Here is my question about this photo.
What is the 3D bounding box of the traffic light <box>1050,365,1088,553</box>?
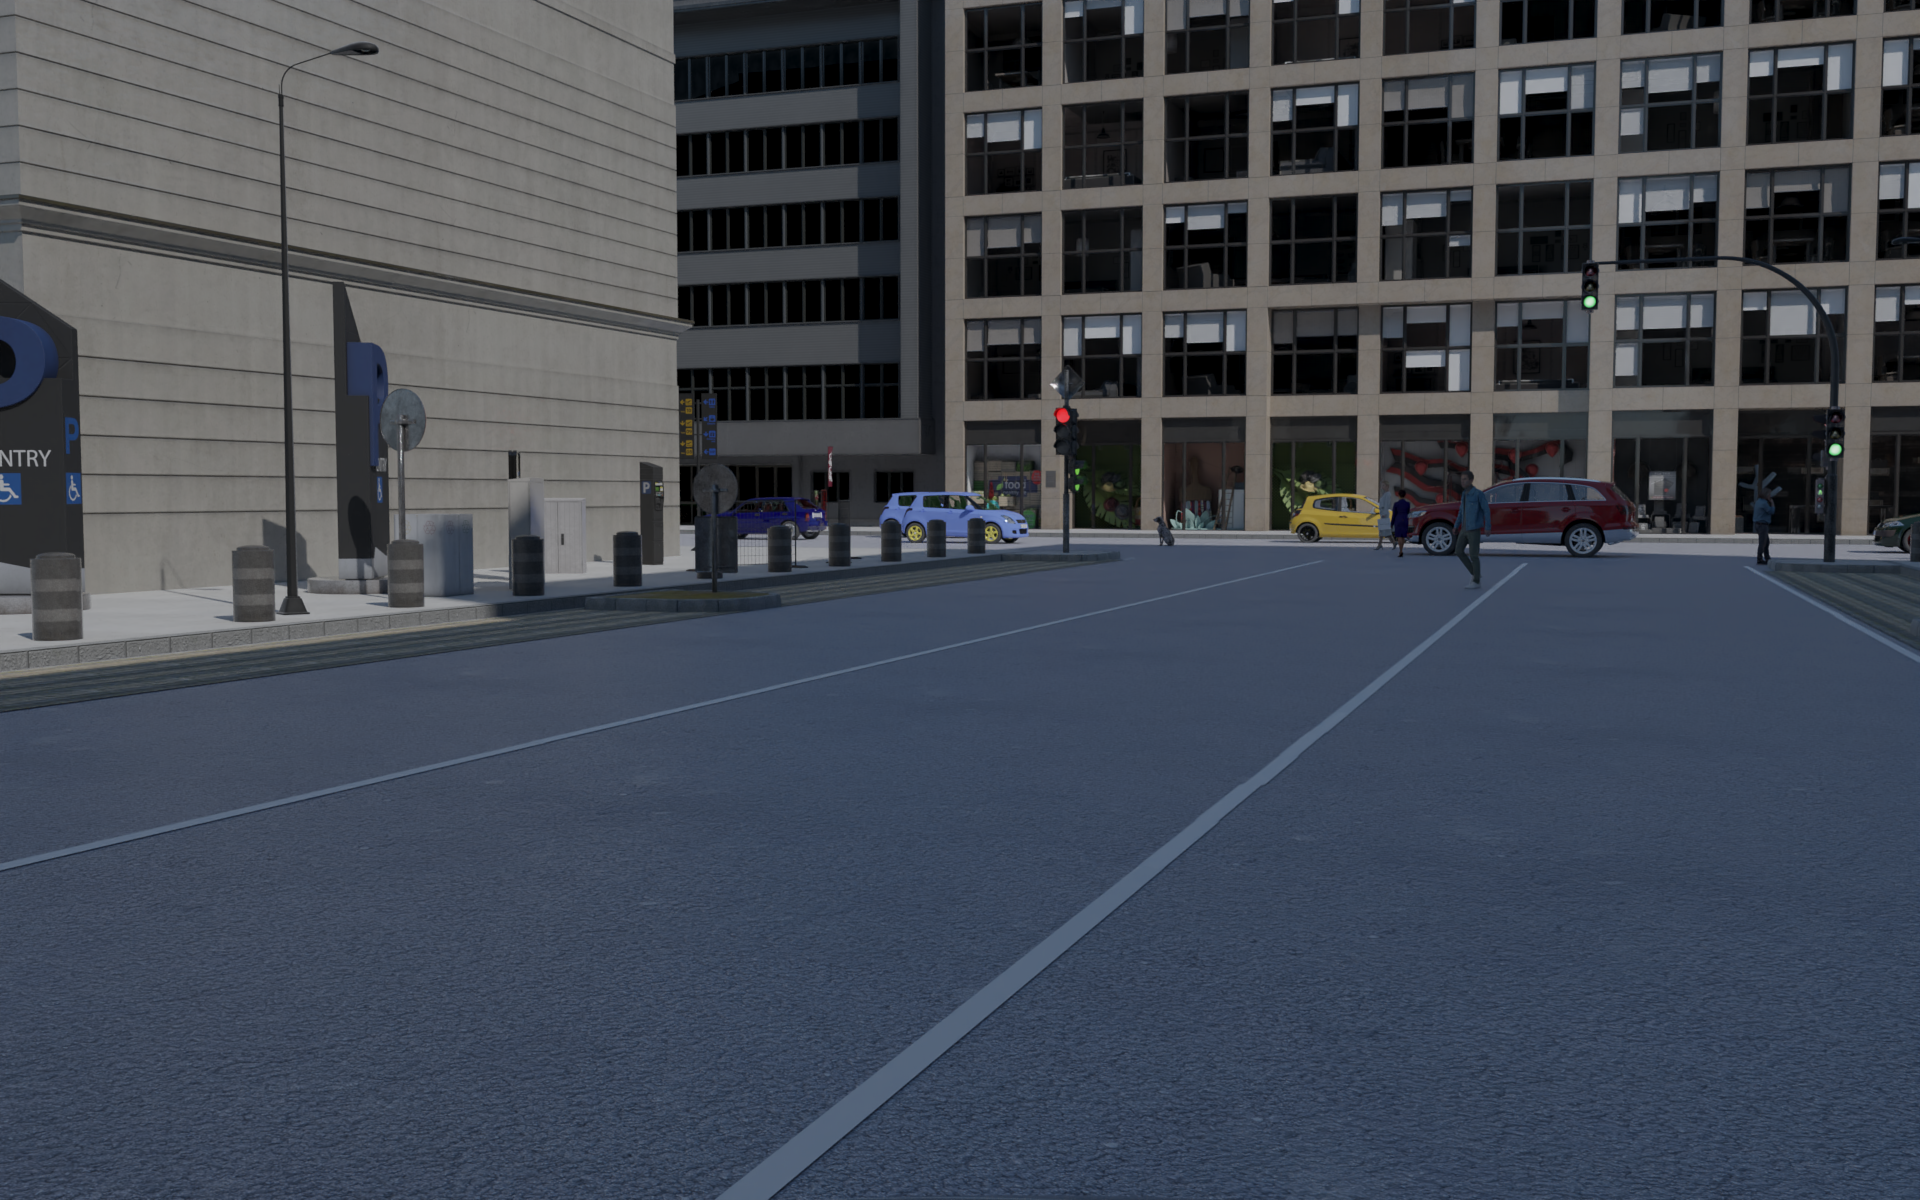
[{"bbox_3d":[2.335,-2.987,37.751,0.839,4.253,0.868,1,4,21],"label":"traffic light"}]

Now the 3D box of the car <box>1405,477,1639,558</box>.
[{"bbox_3d":[12.980,-1.937,40.341,5.304,1.827,2.281,1,4,22],"label":"car"}]

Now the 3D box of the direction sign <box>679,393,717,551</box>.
[{"bbox_3d":[-5.898,-2.878,39.055,0.876,3.537,0.379,0,4,8],"label":"direction sign"}]

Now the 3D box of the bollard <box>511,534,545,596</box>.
[{"bbox_3d":[-5.463,-0.440,21.908,0.404,0.777,0.398,0,3,0],"label":"bollard"}]

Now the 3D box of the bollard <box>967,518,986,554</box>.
[{"bbox_3d":[0.356,-1.387,37.396,0.404,0.777,0.398,0,3,0],"label":"bollard"}]

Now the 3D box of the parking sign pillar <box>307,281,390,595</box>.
[{"bbox_3d":[-7.831,-2.094,22.707,1.447,3.967,1.447,0,4,-8],"label":"parking sign pillar"}]

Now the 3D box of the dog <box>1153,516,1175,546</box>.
[{"bbox_3d":[5.675,-1.887,47.689,0.513,0.831,0.800,-1,4,-10],"label":"dog"}]

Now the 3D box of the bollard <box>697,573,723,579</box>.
[{"bbox_3d":[-3.805,-0.710,26.327,0.404,0.777,0.398,0,3,0],"label":"bollard"}]

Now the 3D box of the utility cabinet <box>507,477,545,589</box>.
[{"bbox_3d":[-5.886,-0.906,23.491,0.318,1.500,1.173,0,4,-5],"label":"utility cabinet"}]

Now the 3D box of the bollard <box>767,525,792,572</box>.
[{"bbox_3d":[-2.970,-0.845,28.535,0.404,0.777,0.398,0,3,0],"label":"bollard"}]

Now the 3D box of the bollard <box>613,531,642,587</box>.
[{"bbox_3d":[-4.630,-0.575,24.116,0.404,0.777,0.398,0,3,0],"label":"bollard"}]

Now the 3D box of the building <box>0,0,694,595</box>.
[{"bbox_3d":[-28.649,-15.828,35.201,44.131,29.872,17.030,1,4,21],"label":"building"}]

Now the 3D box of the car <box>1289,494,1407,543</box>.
[{"bbox_3d":[11.754,-2.497,51.047,3.980,1.641,2.015,1,4,19],"label":"car"}]

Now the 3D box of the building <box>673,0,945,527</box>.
[{"bbox_3d":[-12.320,-15.698,75.723,30.058,24.678,14.314,1,4,21],"label":"building"}]

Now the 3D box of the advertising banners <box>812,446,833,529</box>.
[{"bbox_3d":[-4.941,-4.058,62.544,0.090,3.025,2.074,1,4,16],"label":"advertising banners"}]

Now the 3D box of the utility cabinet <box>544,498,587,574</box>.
[{"bbox_3d":[-6.589,-1.031,28.023,1.020,1.237,0.306,0,4,1],"label":"utility cabinet"}]

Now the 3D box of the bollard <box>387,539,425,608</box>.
[{"bbox_3d":[-6.299,-0.304,19.684,0.404,0.777,0.398,0,3,0],"label":"bollard"}]

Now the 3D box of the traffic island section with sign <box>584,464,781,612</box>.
[{"bbox_3d":[-3.356,-0.809,21.850,1.989,1.847,2.006,1,4,21],"label":"traffic island section with sign"}]

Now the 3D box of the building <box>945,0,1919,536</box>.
[{"bbox_3d":[18.749,-15.993,65.999,34.151,26.468,19.350,1,4,21],"label":"building"}]

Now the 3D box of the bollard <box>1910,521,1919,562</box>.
[{"bbox_3d":[18.219,-1.105,32.784,0.404,0.777,0.398,0,3,0],"label":"bollard"}]

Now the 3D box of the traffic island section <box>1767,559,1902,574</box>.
[{"bbox_3d":[16.383,-0.632,32.622,2.009,0.180,2.903,1,4,21],"label":"traffic island section"}]

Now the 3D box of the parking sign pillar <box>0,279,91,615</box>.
[{"bbox_3d":[-10.378,-1.865,18.958,1.447,3.967,1.447,0,4,-2],"label":"parking sign pillar"}]

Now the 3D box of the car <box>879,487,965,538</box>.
[{"bbox_3d":[-0.775,-2.903,57.060,3.694,1.707,1.945,1,4,19],"label":"car"}]

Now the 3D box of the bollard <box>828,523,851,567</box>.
[{"bbox_3d":[-2.139,-0.981,30.761,0.404,0.777,0.398,0,3,0],"label":"bollard"}]

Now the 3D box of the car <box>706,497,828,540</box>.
[{"bbox_3d":[-6.231,-2.582,54.797,3.894,1.354,1.945,1,4,20],"label":"car"}]

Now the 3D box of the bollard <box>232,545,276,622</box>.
[{"bbox_3d":[-7.126,-0.169,17.474,0.404,0.777,0.398,0,3,0],"label":"bollard"}]

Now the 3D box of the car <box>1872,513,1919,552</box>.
[{"bbox_3d":[24.333,-1.948,41.644,4.222,1.686,2.009,1,4,22],"label":"car"}]

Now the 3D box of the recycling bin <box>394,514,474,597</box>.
[{"bbox_3d":[-6.659,-0.574,21.941,0.722,1.027,0.722,1,4,17],"label":"recycling bin"}]

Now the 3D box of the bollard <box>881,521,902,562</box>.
[{"bbox_3d":[-1.308,-1.116,32.970,0.404,0.777,0.398,0,3,0],"label":"bollard"}]

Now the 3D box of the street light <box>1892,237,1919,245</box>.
[{"bbox_3d":[17.537,-3.595,31.314,1.470,5.913,1.316,1,4,21],"label":"street light"}]

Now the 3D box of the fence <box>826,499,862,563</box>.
[{"bbox_3d":[-2.216,-1.343,33.163,0.480,1.192,2.264,0,4,2],"label":"fence"}]

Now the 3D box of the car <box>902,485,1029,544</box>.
[{"bbox_3d":[0.176,-2.520,50.798,3.694,1.707,1.945,1,4,22],"label":"car"}]

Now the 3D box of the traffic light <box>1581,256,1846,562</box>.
[{"bbox_3d":[14.359,-3.575,33.119,4.771,5.953,1.251,1,4,21],"label":"traffic light"}]

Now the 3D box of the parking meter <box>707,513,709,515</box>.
[{"bbox_3d":[-17.360,-6.747,118.723,0.372,1.533,0.369,0,3,0],"label":"parking meter"}]

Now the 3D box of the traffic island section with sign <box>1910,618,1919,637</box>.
[{"bbox_3d":[10.508,-0.508,16.928,1.989,1.847,2.006,1,4,21],"label":"traffic island section with sign"}]

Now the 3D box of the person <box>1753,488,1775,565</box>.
[{"bbox_3d":[16.182,-1.476,34.850,0.429,1.552,0.499,3,5,39],"label":"person"}]

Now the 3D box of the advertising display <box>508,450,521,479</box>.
[{"bbox_3d":[-6.637,-1.262,25.848,0.123,1.923,0.974,-1,4,-11],"label":"advertising display"}]

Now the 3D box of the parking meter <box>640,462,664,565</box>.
[{"bbox_3d":[-5.567,-1.566,31.316,0.399,1.863,0.255,2,4,34],"label":"parking meter"}]

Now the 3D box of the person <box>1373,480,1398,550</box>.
[{"bbox_3d":[10.894,-2.162,44.204,0.624,1.780,0.694,1,4,19],"label":"person"}]

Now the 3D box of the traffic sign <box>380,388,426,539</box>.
[{"bbox_3d":[-6.733,-1.271,20.881,0.768,2.556,0.104,2,4,29],"label":"traffic sign"}]

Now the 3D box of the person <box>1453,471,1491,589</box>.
[{"bbox_3d":[7.759,-1.062,26.202,0.444,1.785,0.601,-1,4,-15],"label":"person"}]

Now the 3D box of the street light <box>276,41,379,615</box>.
[{"bbox_3d":[-6.619,-2.788,18.123,1.470,5.913,1.316,1,4,21],"label":"street light"}]

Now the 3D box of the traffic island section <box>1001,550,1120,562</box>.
[{"bbox_3d":[2.301,-0.955,37.899,2.009,0.180,2.903,1,4,21],"label":"traffic island section"}]

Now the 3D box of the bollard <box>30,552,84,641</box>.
[{"bbox_3d":[-7.961,-0.034,15.266,0.404,0.777,0.398,0,3,0],"label":"bollard"}]

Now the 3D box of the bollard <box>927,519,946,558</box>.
[{"bbox_3d":[-0.477,-1.251,35.179,0.404,0.777,0.398,0,3,0],"label":"bollard"}]

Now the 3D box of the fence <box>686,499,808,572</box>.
[{"bbox_3d":[-3.595,-1.113,29.395,0.480,1.192,2.264,3,5,44],"label":"fence"}]

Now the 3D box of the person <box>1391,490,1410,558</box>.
[{"bbox_3d":[9.959,-1.737,39.266,0.453,1.535,0.546,-1,4,-18],"label":"person"}]
